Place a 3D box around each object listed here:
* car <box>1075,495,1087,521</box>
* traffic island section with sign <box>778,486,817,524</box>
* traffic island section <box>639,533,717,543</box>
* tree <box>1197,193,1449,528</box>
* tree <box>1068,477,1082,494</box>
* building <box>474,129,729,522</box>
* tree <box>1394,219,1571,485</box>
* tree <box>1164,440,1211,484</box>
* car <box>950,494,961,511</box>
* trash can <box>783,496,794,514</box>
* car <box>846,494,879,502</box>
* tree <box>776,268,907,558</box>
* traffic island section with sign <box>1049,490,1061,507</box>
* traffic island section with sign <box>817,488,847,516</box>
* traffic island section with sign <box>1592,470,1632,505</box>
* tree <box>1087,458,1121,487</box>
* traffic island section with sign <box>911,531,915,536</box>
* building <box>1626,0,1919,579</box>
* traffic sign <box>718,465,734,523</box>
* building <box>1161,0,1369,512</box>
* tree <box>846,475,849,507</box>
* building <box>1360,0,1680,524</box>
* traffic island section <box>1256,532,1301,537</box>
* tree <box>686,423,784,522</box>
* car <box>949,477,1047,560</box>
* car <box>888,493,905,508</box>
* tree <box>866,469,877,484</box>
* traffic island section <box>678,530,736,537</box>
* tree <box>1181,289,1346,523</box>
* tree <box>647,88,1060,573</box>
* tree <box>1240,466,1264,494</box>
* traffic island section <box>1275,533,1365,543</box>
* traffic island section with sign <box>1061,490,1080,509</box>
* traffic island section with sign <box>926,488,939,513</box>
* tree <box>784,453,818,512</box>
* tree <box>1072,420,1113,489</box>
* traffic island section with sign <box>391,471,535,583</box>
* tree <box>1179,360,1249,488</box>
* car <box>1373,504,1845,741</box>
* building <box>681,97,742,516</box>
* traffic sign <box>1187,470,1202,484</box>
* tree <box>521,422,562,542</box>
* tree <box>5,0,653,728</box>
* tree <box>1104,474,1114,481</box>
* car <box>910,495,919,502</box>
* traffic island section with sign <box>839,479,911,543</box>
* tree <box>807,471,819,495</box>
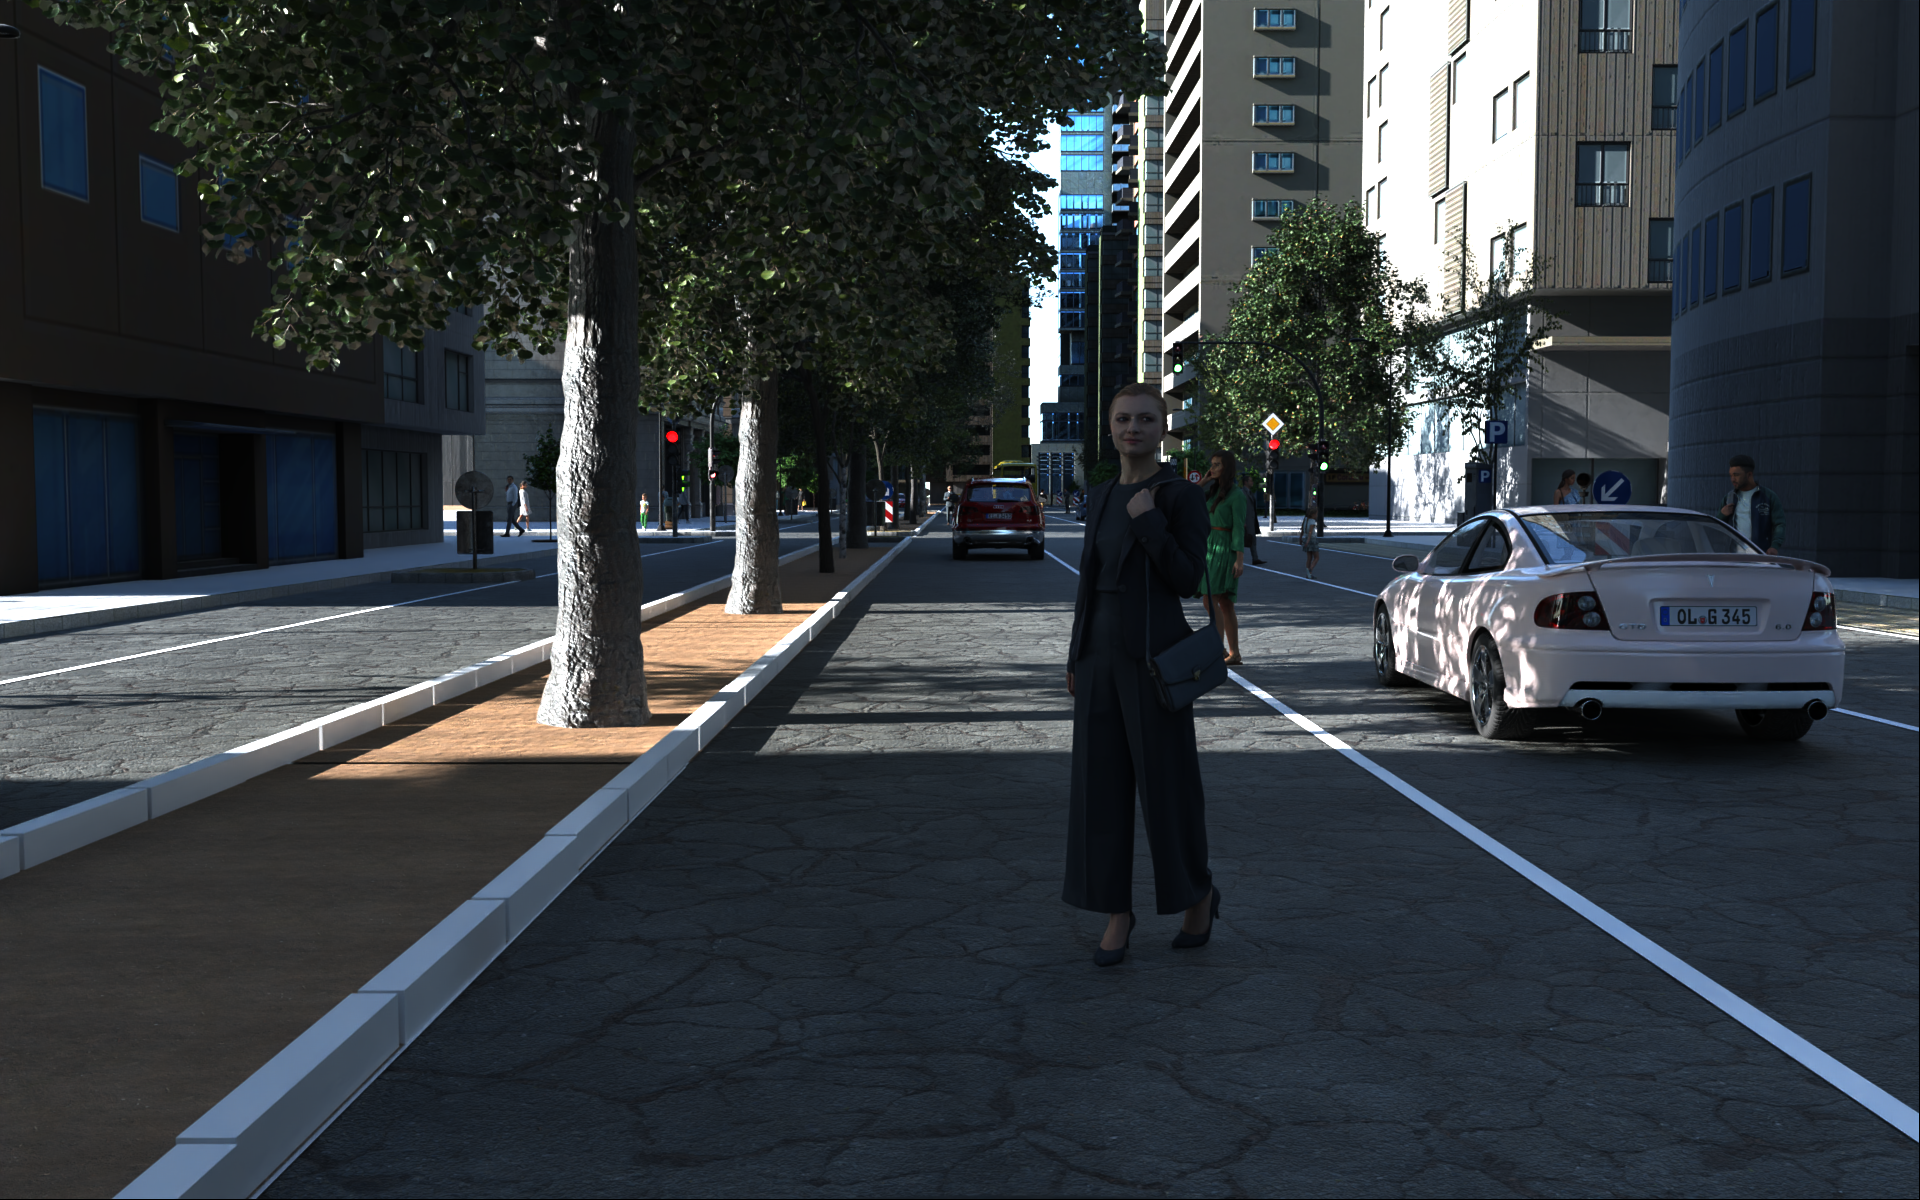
[{"bbox_3d":[7.286,-5.026,94.173,2.014,1.417,4.499,0,4,-1],"label":"car"},{"bbox_3d":[-8.257,-4.682,85.172,1.989,1.847,2.006,0,3,0],"label":"traffic island section with sign"},{"bbox_3d":[-8.548,-1.808,51.845,2.009,0.180,2.903,0,3,0],"label":"traffic island section"},{"bbox_3d":[13.643,-9.121,66.133,9.611,12.733,9.660,0,3,0],"label":"tree"},{"bbox_3d":[13.181,-12.549,199.771,1.663,3.219,1.824,0,3,0],"label":"tree"},{"bbox_3d":[-18.161,-14.078,81.081,10.553,20.767,40.483,0,3,0],"label":"building"},{"bbox_3d":[13.845,-5.845,45.934,4.360,8.622,3.978,0,3,0],"label":"tree"},{"bbox_3d":[13.863,-7.473,105.898,4.285,4.588,4.351,0,3,0],"label":"tree"},{"bbox_3d":[-0.085,-8.342,146.621,2.015,1.641,3.980,0,4,-1],"label":"car"},{"bbox_3d":[-10.403,-5.738,105.465,0.748,1.137,0.748,0,3,0],"label":"trash can"},{"bbox_3d":[-5.849,-5.841,104.304,1.959,1.807,4.718,0,4,-2],"label":"car"},{"bbox_3d":[-2.612,-5.229,38.314,4.360,8.622,3.978,0,3,0],"label":"tree"},{"bbox_3d":[10.683,-11.021,188.820,1.989,1.847,2.006,0,3,0],"label":"traffic island section with sign"},{"bbox_3d":[-8.270,-6.330,112.127,1.989,1.847,2.006,0,3,0],"label":"traffic island section with sign"},{"bbox_3d":[10.821,-1.296,29.810,1.989,1.847,2.006,0,3,0],"label":"traffic island section with sign"},{"bbox_3d":[13.153,-10.500,155.382,4.285,4.588,4.351,0,3,0],"label":"tree"},{"bbox_3d":[-2.579,-3.141,59.491,2.006,1.907,1.989,0,3,0],"label":"traffic island section with sign"},{"bbox_3d":[23.651,-29.655,26.861,21.231,58.520,28.212,0,3,0],"label":"building"},{"bbox_3d":[-10.339,-4.667,76.408,0.768,2.556,0.104,0,4,7],"label":"traffic sign"},{"bbox_3d":[26.141,-30.441,121.405,21.300,48.544,21.600,0,3,0],"label":"building"},{"bbox_3d":[-10.964,-10.825,171.588,1.663,3.219,1.824,0,3,0],"label":"tree"},{"bbox_3d":[33.462,-29.673,74.395,27.495,52.752,28.713,0,3,0],"label":"building"},{"bbox_3d":[10.787,-2.297,59.841,2.009,0.180,2.903,0,3,0],"label":"traffic island section"},{"bbox_3d":[-10.994,-5.913,80.392,4.285,4.588,4.351,0,3,0],"label":"tree"},{"bbox_3d":[0.871,-1.883,39.460,2.281,1.827,5.304,0,4,1],"label":"car"},{"bbox_3d":[-5.747,-9.200,159.463,2.155,1.783,4.494,0,4,-1],"label":"car"},{"bbox_3d":[-10.818,-12.855,193.897,4.285,4.588,4.351,0,3,0],"label":"tree"},{"bbox_3d":[-8.555,-2.297,59.830,2.009,0.180,2.903,0,3,0],"label":"traffic island section"},{"bbox_3d":[13.640,-8.705,76.736,7.601,10.594,8.767,2,4,33],"label":"tree"},{"bbox_3d":[-2.391,-5.784,31.435,8.767,10.594,7.601,0,3,0],"label":"tree"},{"bbox_3d":[18.185,-6.873,106.980,1.663,3.219,1.824,0,3,0],"label":"tree"},{"bbox_3d":[10.793,-1.809,51.856,2.009,0.180,2.903,0,3,0],"label":"traffic island section"},{"bbox_3d":[10.703,-9.372,161.864,1.989,1.847,2.006,0,3,0],"label":"traffic island section with sign"},{"bbox_3d":[-2.651,-7.737,134.629,2.006,1.907,1.989,0,3,0],"label":"traffic island section with sign"},{"bbox_3d":[-11.809,-8.639,124.957,4.285,4.588,4.351,0,3,0],"label":"tree"},{"bbox_3d":[13.042,-13.556,172.010,4.360,8.622,3.978,0,3,0],"label":"tree"},{"bbox_3d":[-8.200,-1.240,28.896,1.989,1.847,2.006,0,3,0],"label":"traffic island section with sign"},{"bbox_3d":[13.461,-8.450,88.526,4.737,8.622,4.395,0,3,0],"label":"tree"},{"bbox_3d":[4.026,0.055,11.471,2.083,1.381,4.827,0,4,2],"label":"car"},{"bbox_3d":[-19.685,-19.929,111.750,13.634,28.700,20.117,0,3,0],"label":"building"},{"bbox_3d":[12.528,-5.654,92.549,0.768,2.556,0.104,1,4,8],"label":"traffic sign"},{"bbox_3d":[-10.873,-3.173,46.476,1.663,3.219,1.824,0,3,0],"label":"tree"},{"bbox_3d":[-2.299,-6.204,10.542,9.857,13.997,8.962,0,3,0],"label":"tree"},{"bbox_3d":[12.998,-9.633,152.097,1.663,3.219,1.824,0,3,0],"label":"tree"},{"bbox_3d":[-5.546,-11.643,202.720,2.083,1.381,4.827,0,4,1],"label":"car"},{"bbox_3d":[-2.582,-2.688,52.084,2.006,1.907,1.989,0,3,0],"label":"traffic island section with sign"},{"bbox_3d":[-10.710,-8.201,128.686,1.663,3.219,1.824,0,3,0],"label":"tree"}]
